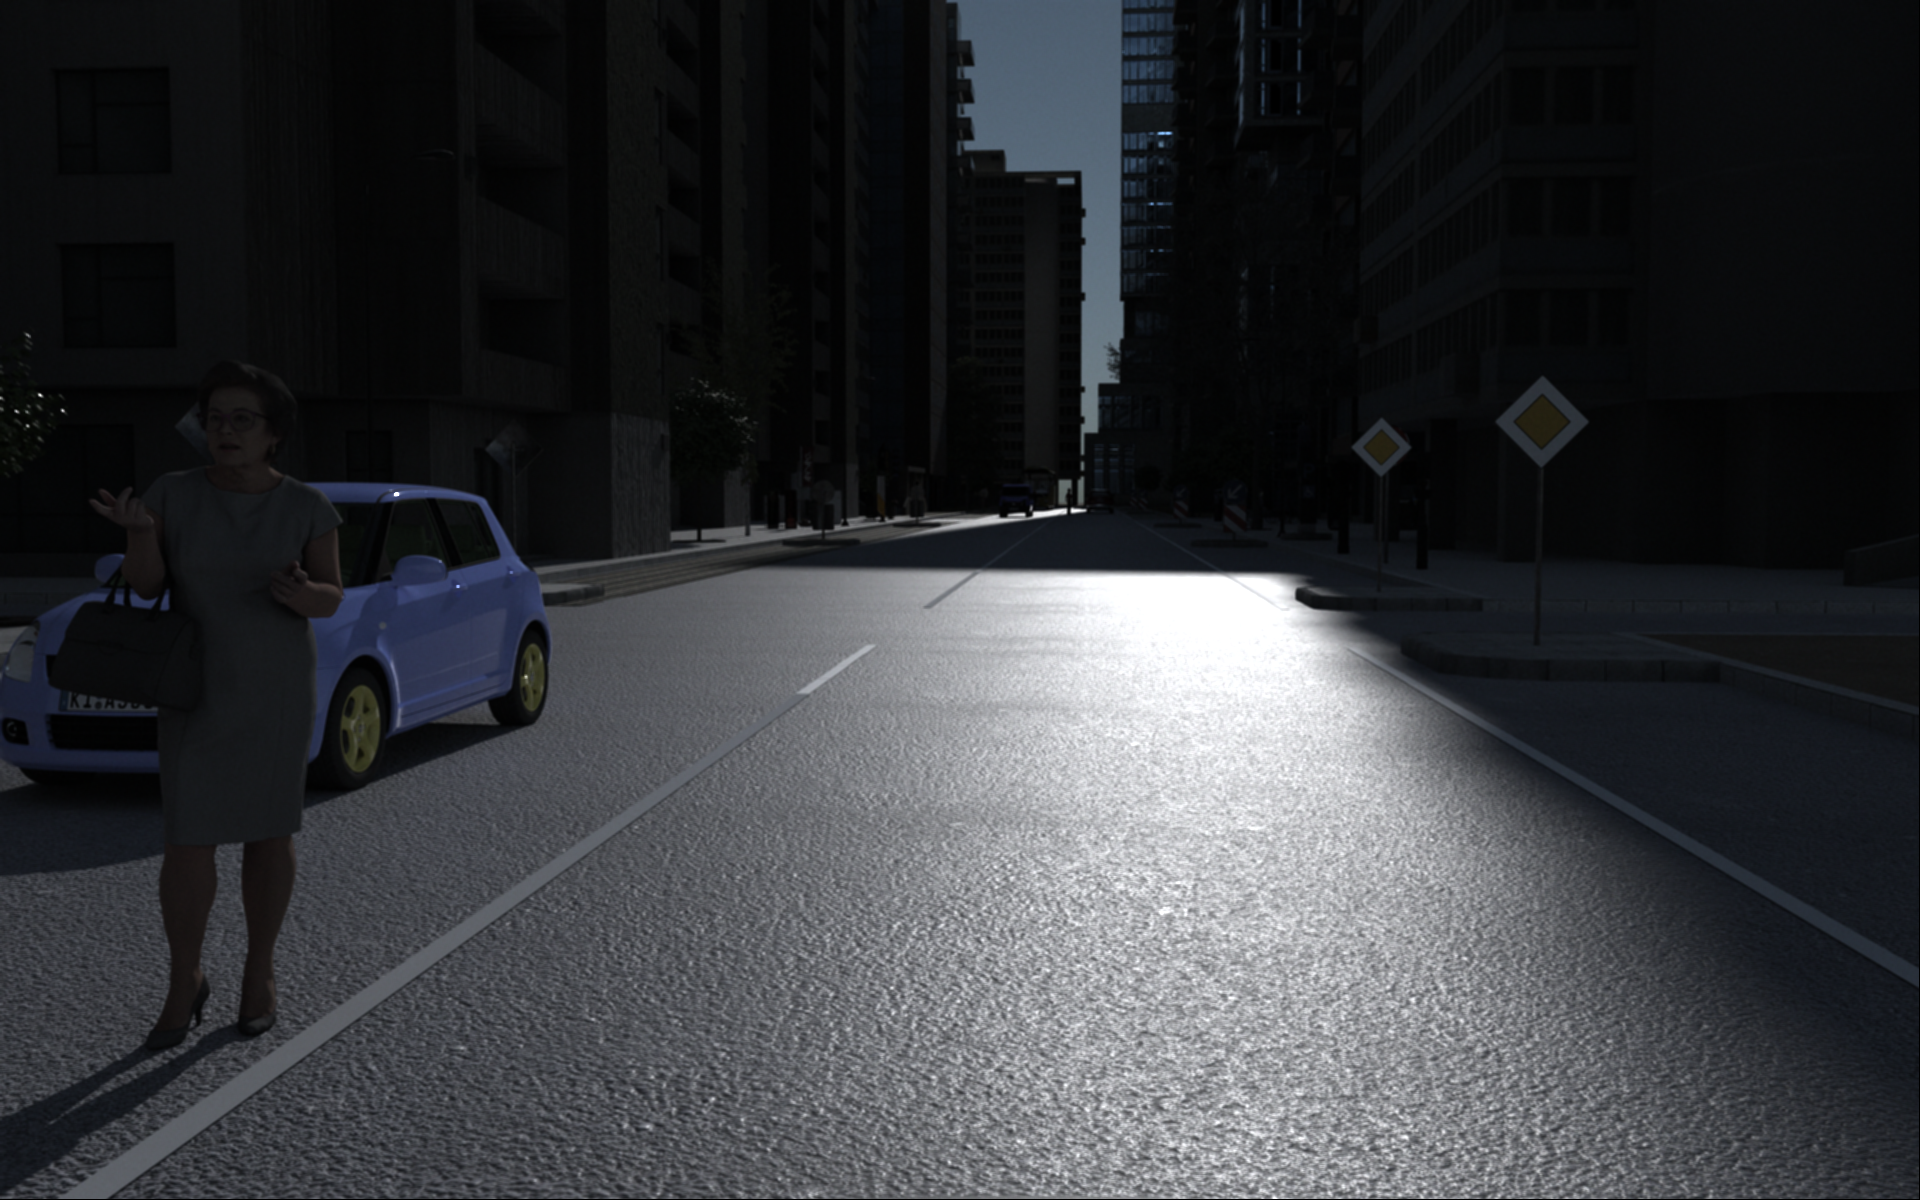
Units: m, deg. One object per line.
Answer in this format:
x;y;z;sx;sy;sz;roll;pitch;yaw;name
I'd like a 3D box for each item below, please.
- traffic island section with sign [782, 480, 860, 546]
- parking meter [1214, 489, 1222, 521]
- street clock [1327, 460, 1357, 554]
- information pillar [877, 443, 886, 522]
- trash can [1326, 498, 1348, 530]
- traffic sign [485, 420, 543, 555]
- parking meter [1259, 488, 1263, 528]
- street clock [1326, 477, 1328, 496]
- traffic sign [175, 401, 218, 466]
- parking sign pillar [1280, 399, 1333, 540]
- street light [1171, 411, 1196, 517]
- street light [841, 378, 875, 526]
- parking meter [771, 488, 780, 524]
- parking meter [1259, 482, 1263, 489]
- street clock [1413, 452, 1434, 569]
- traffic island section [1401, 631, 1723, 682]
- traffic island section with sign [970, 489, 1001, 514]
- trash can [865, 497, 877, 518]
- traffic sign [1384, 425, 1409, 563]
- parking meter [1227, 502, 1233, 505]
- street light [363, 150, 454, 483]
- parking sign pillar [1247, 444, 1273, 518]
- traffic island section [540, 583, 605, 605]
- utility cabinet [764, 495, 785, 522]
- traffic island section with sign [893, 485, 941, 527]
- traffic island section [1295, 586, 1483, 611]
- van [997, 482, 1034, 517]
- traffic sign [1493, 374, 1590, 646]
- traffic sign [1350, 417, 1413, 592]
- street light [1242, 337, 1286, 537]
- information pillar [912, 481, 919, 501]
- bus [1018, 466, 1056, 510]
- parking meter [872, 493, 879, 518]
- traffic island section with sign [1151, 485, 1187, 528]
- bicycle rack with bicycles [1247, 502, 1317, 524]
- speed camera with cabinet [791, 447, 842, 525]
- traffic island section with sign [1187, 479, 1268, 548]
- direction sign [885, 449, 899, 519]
-3.854;-2.452;48.717;1.989;1.847;2.006;0;4;4;traffic island section with sign
12.098;-4.448;81.129;0.372;1.533;0.369;0;3;0;parking meter
8.251;-1.997;37.215;0.471;2.002;0.358;3;4;38;street clock
-3.576;-5.343;78.716;0.183;3.616;0.504;2;4;34;information pillar
13.350;-3.040;61.365;0.748;1.137;0.748;0;3;0;trash can
-6.035;-1.211;23.448;0.795;2.450;0.064;0;4;4;traffic sign
11.173;-3.457;64.926;0.372;1.533;0.369;0;3;0;parking meter
15.190;-4.062;70.990;0.358;2.002;0.471;0;4;-7;street clock
-6.626;-0.724;15.485;0.795;2.450;0.064;0;4;4;traffic sign
9.719;-3.670;48.470;1.447;3.967;1.447;0;4;7;parking sign pillar
12.521;-7.616;97.066;1.470;5.913;1.316;0;4;4;street light
-4.076;-5.920;69.338;1.470;5.913;1.316;0;4;4;street light
-7.937;-4.033;74.344;0.372;1.533;0.369;0;3;0;parking meter
14.138;-4.642;81.605;0.255;1.863;0.399;0;4;2;parking meter
7.887;-1.525;29.510;0.358;2.002;0.471;1;4;15;street clock
4.910;0.464;14.689;2.009;0.180;2.903;0;4;4;traffic island section
1.798;-7.116;124.969;1.989;1.847;2.006;0;4;4;traffic island section with sign
-4.687;-4.873;91.326;0.748;1.137;0.748;0;3;0;trash can
7.887;-1.950;31.995;0.768;2.556;0.104;1;4;9;traffic sign
10.220;-3.473;65.200;0.372;1.533;0.369;0;3;0;parking meter
-7.527;-3.122;23.591;1.470;5.913;1.316;0;4;4;street light
16.305;-6.466;94.193;1.447;3.967;1.447;2;4;24;parking sign pillar
-6.059;-0.075;23.511;2.009;0.180;2.903;0;4;4;traffic island section
-8.444;-4.158;79.146;1.020;1.237;0.306;-1;4;-14;utility cabinet
-1.848;-4.110;75.821;1.989;1.847;2.006;0;4;4;traffic island section with sign
5.500;-0.023;22.652;2.009;0.180;2.903;0;4;4;traffic island section
3.533;-6.352;108.246;2.240;2.365;5.245;0;4;6;van
4.885;-0.671;14.614;0.795;2.450;0.064;0;4;4;traffic sign
5.476;-1.158;22.577;0.795;2.450;0.064;0;4;4;traffic sign
9.033;-4.818;51.322;1.470;5.913;1.316;0;4;4;street light
-2.412;-5.532;94.939;0.304;2.012;0.304;-2;4;-23;information pillar
7.009;-9.962;154.424;2.896;3.916;12.252;0;4;6;bus
-4.613;-5.425;94.415;0.255;1.863;0.399;1;4;16;parking meter
9.365;-4.037;74.637;1.989;1.847;2.006;0;4;4;traffic island section with sign
14.345;-3.806;75.611;2.852;0.926;2.925;-3;4;-38;bicycle rack with bicycles
-6.028;-4.791;72.669;2.038;3.252;0.660;-1;4;-21;speed camera with cabinet
7.344;-2.371;47.390;1.989;1.847;2.006;0;4;4;traffic island section with sign
-3.494;-5.855;87.731;0.876;3.537;0.379;1;4;23;direction sign
